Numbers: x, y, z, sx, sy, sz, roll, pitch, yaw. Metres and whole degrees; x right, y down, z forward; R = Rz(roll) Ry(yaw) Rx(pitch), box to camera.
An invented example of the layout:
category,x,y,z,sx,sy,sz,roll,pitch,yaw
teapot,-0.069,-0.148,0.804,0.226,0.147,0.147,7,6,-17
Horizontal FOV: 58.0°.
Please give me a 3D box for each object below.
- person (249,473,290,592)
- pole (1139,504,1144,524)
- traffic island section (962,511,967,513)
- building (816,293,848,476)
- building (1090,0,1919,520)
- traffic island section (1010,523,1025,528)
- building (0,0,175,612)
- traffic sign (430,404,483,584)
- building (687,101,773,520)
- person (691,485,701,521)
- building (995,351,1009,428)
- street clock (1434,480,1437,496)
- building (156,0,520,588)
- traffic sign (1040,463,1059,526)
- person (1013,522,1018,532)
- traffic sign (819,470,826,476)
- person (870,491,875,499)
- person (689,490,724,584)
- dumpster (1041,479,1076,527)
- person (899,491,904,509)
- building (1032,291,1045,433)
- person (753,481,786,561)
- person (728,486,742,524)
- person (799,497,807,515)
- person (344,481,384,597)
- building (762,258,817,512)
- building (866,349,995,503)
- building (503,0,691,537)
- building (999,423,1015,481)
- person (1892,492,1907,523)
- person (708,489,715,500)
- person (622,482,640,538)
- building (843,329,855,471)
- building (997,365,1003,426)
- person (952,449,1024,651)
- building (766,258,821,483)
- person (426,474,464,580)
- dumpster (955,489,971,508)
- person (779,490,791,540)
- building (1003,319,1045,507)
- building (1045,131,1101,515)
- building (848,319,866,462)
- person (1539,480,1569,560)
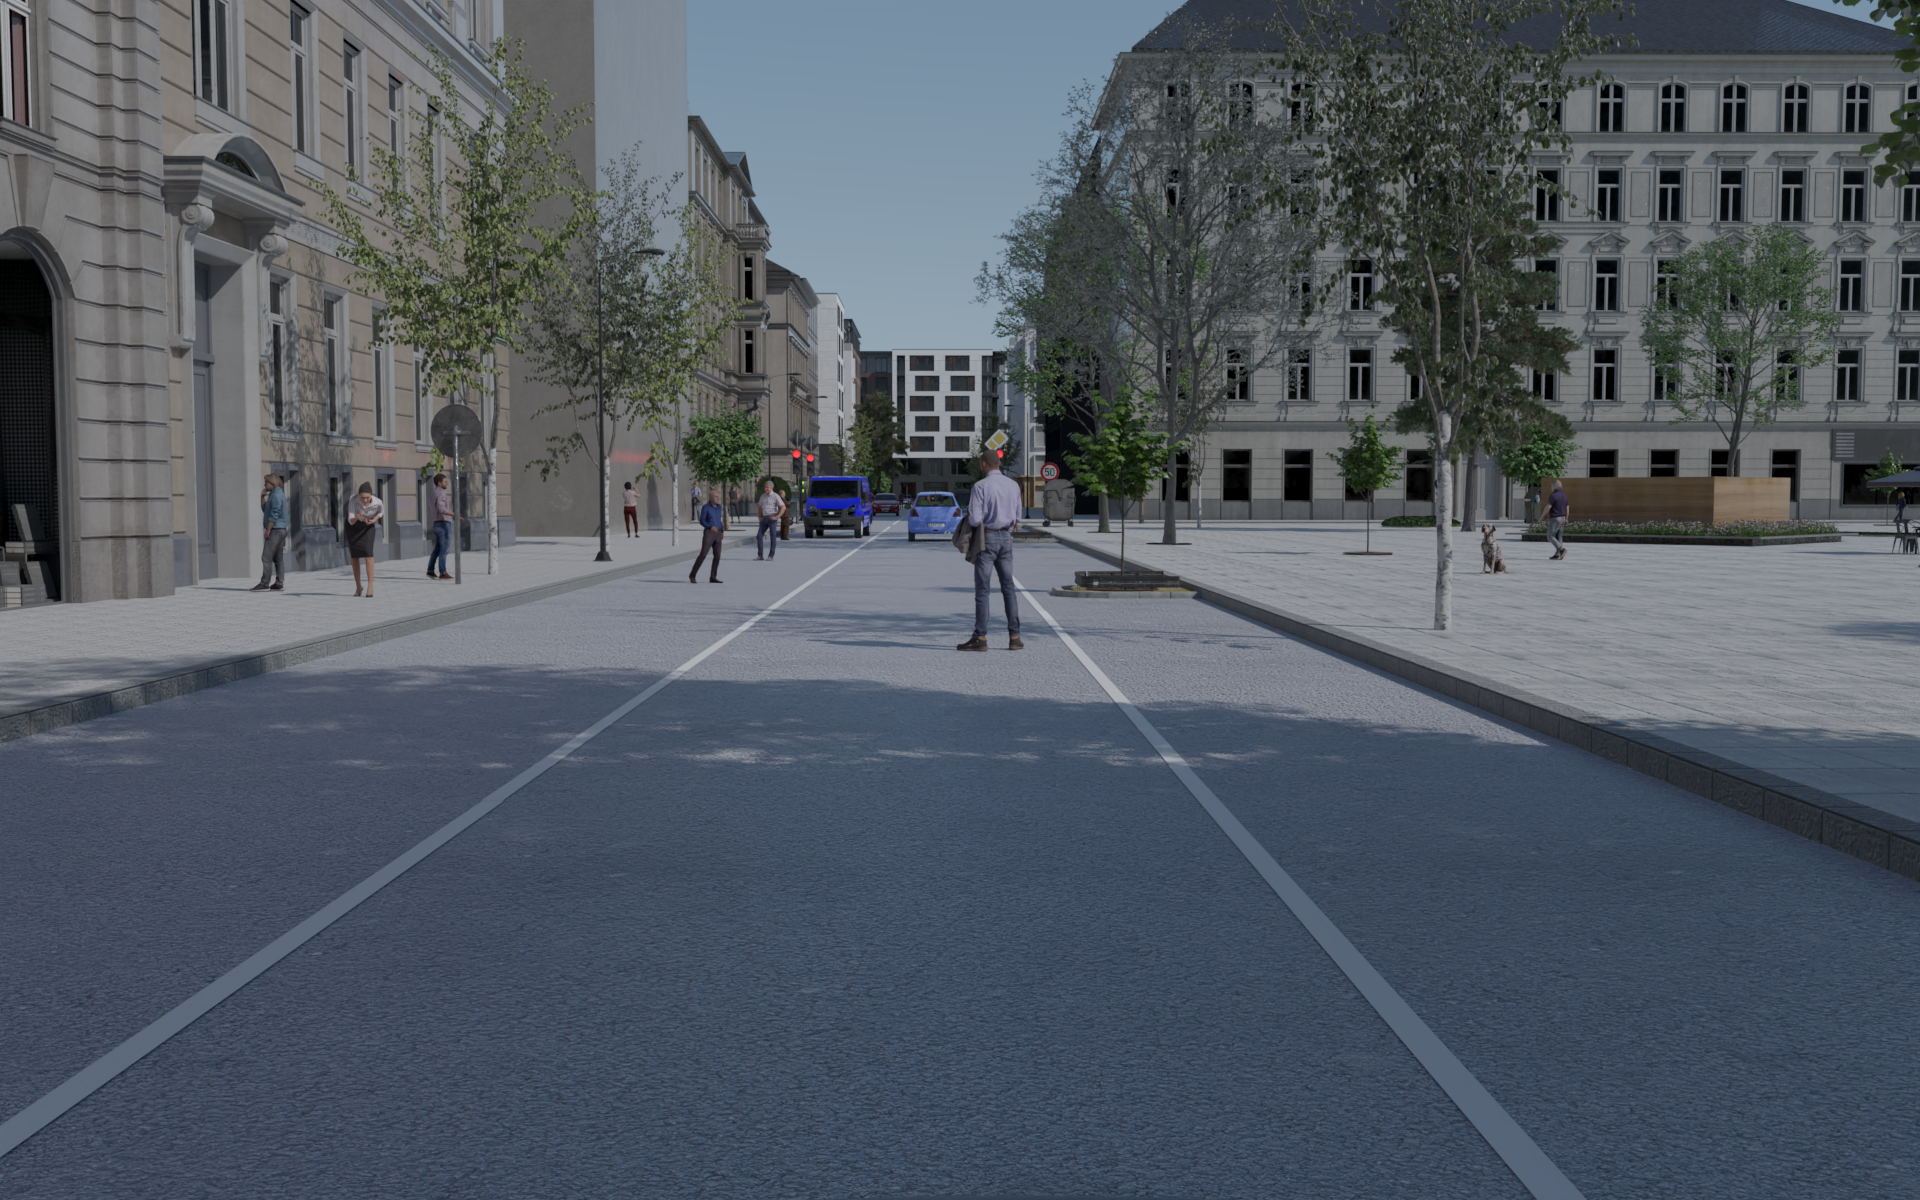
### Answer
category,x,y,z,sx,sy,sz,roll,pitch,yaw
person,-9.030,-0.886,22.747,0.429,1.552,0.499,1,4,10
pole,7.839,-4.947,74.729,0.158,3.312,0.155,0,3,0
traffic island section,0.919,-6.787,133.827,1.991,0.108,1.994,0,4,-1
building,-26.375,-20.162,173.624,27.936,21.610,32.646,0,4,-1
building,29.621,-19.324,92.357,44.131,29.872,17.030,0,4,-1
traffic island section,1.688,-3.160,73.951,2.009,0.180,2.903,0,4,-1
building,-15.656,-10.268,9.675,13.314,21.916,24.055,0,4,-1
traffic sign,-7.133,-1.494,24.535,0.768,2.556,0.104,0,4,7
building,-18.374,-17.264,101.356,14.460,24.649,34.723,0,4,-1
person,-12.636,-4.666,82.195,0.709,1.838,0.599,1,4,21
building,20.764,-25.323,258.004,32.646,21.610,27.936,0,4,-1
street clock,22.527,-4.699,81.405,0.471,2.002,0.358,1,4,19
building,-17.083,-15.063,32.189,13.634,28.700,20.117,0,4,-1
traffic sign,3.621,-4.278,70.053,0.768,2.556,0.104,0,4,1
person,1.819,-3.026,60.340,0.546,1.535,0.453,1,4,19
traffic sign,-7.368,-5.687,92.985,0.884,2.594,0.081,0,4,8
person,-11.336,-13.036,219.863,1.217,1.739,0.721,3,4,36
person,-3.993,-1.011,27.723,0.574,1.496,0.600,-2,4,-28
dumpster,3.854,-3.776,67.488,1.264,1.857,1.865,0,4,-1
person,-5.466,-9.336,162.055,0.541,1.710,0.530,-1,4,-17
building,13.131,-19.598,139.517,14.460,24.649,34.723,0,4,-1
person,-4.126,-1.697,37.177,0.756,1.711,0.436,3,5,42
person,-9.697,-4.102,74.580,0.415,1.643,0.593,3,5,43
person,-9.425,-5.858,104.191,0.546,1.535,0.453,0,4,5
person,-7.410,-0.749,21.475,0.799,1.438,0.628,2,4,34
building,-16.521,-16.139,128.506,10.561,19.102,19.286,0,4,-1
building,-11.881,-25.304,257.697,32.646,21.610,27.936,0,4,-1
building,-27.893,-15.654,60.457,34.151,26.468,19.350,0,4,-1
building,9.392,-16.078,205.019,9.099,9.664,28.070,0,4,-1
person,42.511,-4.116,78.345,0.613,1.512,0.480,-1,4,-22
person,-10.598,-4.000,73.907,0.387,1.526,0.523,1,4,12
person,-9.679,-2.656,50.926,0.517,1.644,0.566,3,5,41
building,-19.804,-20.753,195.729,16.016,20.091,11.380,0,4,-1
building,12.917,-22.524,224.681,16.016,20.091,11.380,0,4,-1
person,0.244,-0.464,15.952,0.709,1.838,0.599,-2,4,-32
building,-17.286,-18.259,147.682,9.793,20.994,18.267,0,4,-1
person,-7.709,-1.089,25.811,0.435,1.587,0.963,-3,4,-37
dumpster,0.464,-8.547,147.957,1.865,1.857,1.264,0,4,-2
person,-5.438,-2.631,53.794,0.388,1.546,0.482,-1,4,-14
building,13.102,-20.077,184.681,16.016,20.091,11.380,0,4,-1
building,12.262,-17.401,114.184,12.332,23.373,15.834,0,4,-1
building,-29.001,-22.722,215.471,32.646,21.610,27.936,0,4,-1
person,11.585,-1.555,33.674,0.569,1.553,0.471,0,4,3
